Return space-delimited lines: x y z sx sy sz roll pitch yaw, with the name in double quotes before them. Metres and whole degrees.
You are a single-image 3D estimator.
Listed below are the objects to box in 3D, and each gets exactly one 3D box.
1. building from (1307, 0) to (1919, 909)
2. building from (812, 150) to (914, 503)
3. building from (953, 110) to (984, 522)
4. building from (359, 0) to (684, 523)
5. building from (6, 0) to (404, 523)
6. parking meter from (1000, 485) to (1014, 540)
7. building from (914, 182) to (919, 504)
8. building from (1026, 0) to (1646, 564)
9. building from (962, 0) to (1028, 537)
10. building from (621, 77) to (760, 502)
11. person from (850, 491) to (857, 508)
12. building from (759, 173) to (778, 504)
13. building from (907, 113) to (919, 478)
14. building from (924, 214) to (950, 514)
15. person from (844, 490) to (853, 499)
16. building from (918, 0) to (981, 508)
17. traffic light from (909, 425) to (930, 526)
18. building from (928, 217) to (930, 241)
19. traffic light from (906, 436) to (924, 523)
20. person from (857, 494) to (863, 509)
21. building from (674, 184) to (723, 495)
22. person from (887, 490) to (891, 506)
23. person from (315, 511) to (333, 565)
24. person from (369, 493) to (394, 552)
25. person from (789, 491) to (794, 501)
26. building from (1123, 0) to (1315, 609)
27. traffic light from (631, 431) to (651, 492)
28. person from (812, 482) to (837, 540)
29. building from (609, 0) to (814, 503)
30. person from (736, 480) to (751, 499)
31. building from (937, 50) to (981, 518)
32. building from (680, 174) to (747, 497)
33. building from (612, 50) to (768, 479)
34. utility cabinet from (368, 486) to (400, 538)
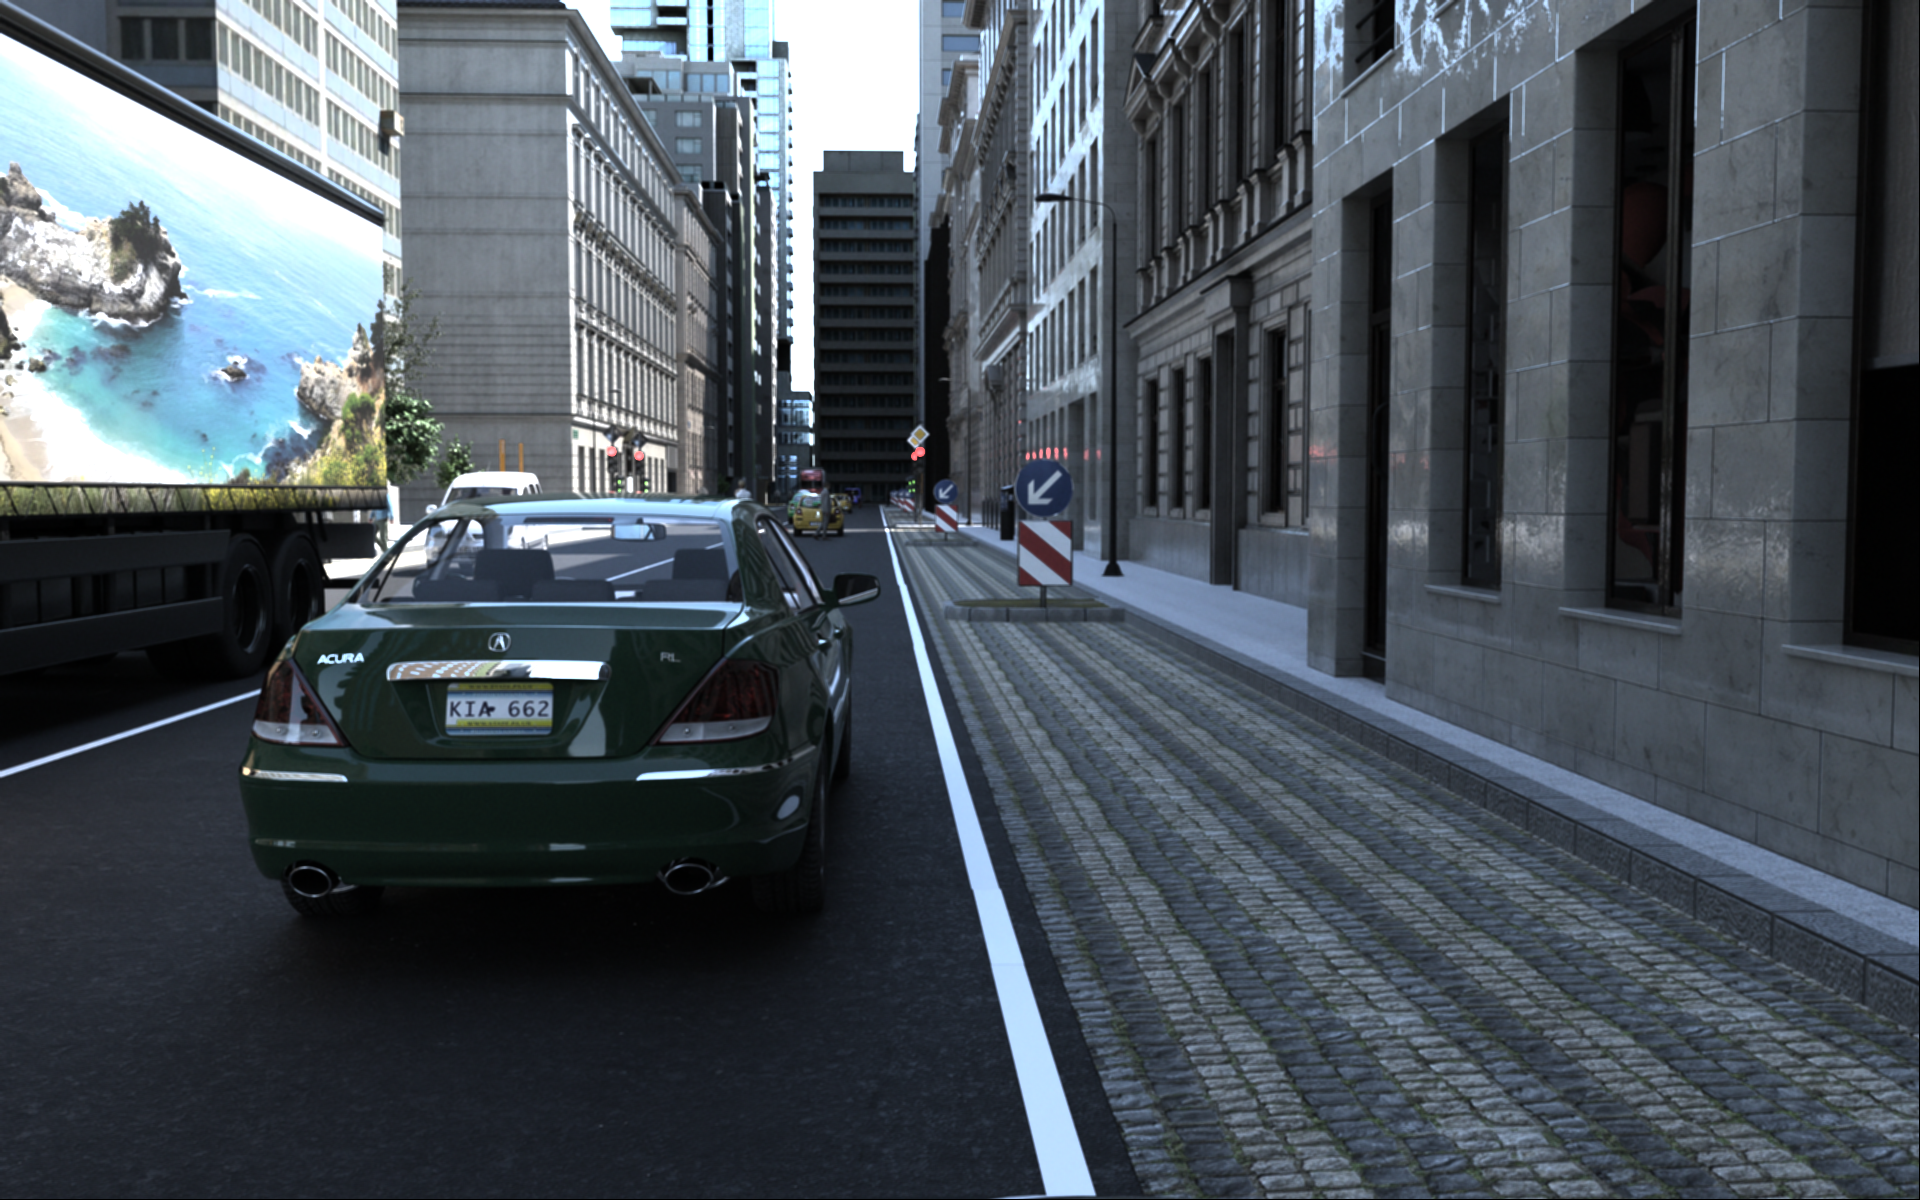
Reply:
"building" 8.173 -9.138 4.164 10.420 20.320 16.860 0 4 -3
"building" -10.007 -38.105 246.717 21.600 48.544 21.300 0 4 -3
"building" 10.459 -15.181 84.374 21.152 22.565 11.583 0 4 -3
"building" -26.243 -19.652 97.728 17.030 29.872 44.131 0 4 -3
"building" -30.356 -22.007 51.704 23.993 40.220 32.217 0 4 -3
"parking meter" 1.313 -2.433 48.183 0.372 1.533 0.369 0 3 0
"building" 1.091 -32.935 222.089 14.154 41.232 14.086 0 4 -3
"building" 7.506 -11.418 41.443 10.420 20.320 16.860 0 4 -3
"building" 6.063 -14.139 60.058 11.050 23.489 19.941 0 4 -3
"building" -27.952 -29.910 172.631 14.154 41.232 14.086 0 4 -3
"person" -11.121 -10.385 178.820 1.217 1.766 0.721 -1 4 -14
"building" -30.481 -32.884 221.242 14.086 41.232 14.154 0 4 -3
"building" 5.900 -35.462 199.404 23.786 49.044 30.456 0 4 -3
"building" 3.892 -17.829 121.190 12.332 23.373 15.834 0 4 -3
"person" -10.559 -9.308 160.651 1.348 1.831 0.705 1 4 8
"building" 6.441 -38.395 169.760 21.231 58.520 28.212 0 4 -3
"traffic light" -1.633 -4.956 69.958 0.839 4.253 0.868 0 4 -3
"building" 4.706 -21.623 140.920 14.401 28.519 23.554 0 4 -3
"traffic light" -2.015 -5.444 77.934 0.839 4.253 0.868 0 4 -3
"person" -9.753 -9.670 169.833 0.421 1.427 0.697 -3 4 -38
"building" -25.411 -20.531 132.937 12.463 27.353 25.104 0 4 -3
"person" -7.630 -10.813 185.312 0.705 1.821 1.348 -1 4 -18
"person" -12.972 -1.640 35.119 0.447 1.846 0.655 0 4 -3
"person" -12.160 -1.688 36.445 0.444 1.785 0.601 -3 5 -42
"person" -18.754 -11.255 193.230 0.721 1.736 1.217 2 4 25
"building" 8.343 -9.715 23.460 10.561 19.102 19.286 0 4 -3
"traffic light" -14.261 -5.408 77.334 0.839 4.253 0.868 0 4 -3
"person" -4.174 -2.773 53.954 0.853 1.813 0.709 -2 4 -25
"building" -36.572 -57.000 244.613 31.000 86.520 22.319 0 4 -3
"person" -5.542 -2.185 44.449 0.478 1.798 0.641 -2 4 -25
"building" 5.978 -19.209 101.452 14.401 28.519 23.554 0 4 -3
"building" -27.289 -23.682 158.904 14.160 30.474 14.107 0 4 -3
"building" -34.145 -35.157 194.418 23.786 49.044 30.456 0 4 -3
"utility cabinet" -16.499 -2.503 49.605 0.318 1.500 1.173 1 4 13
